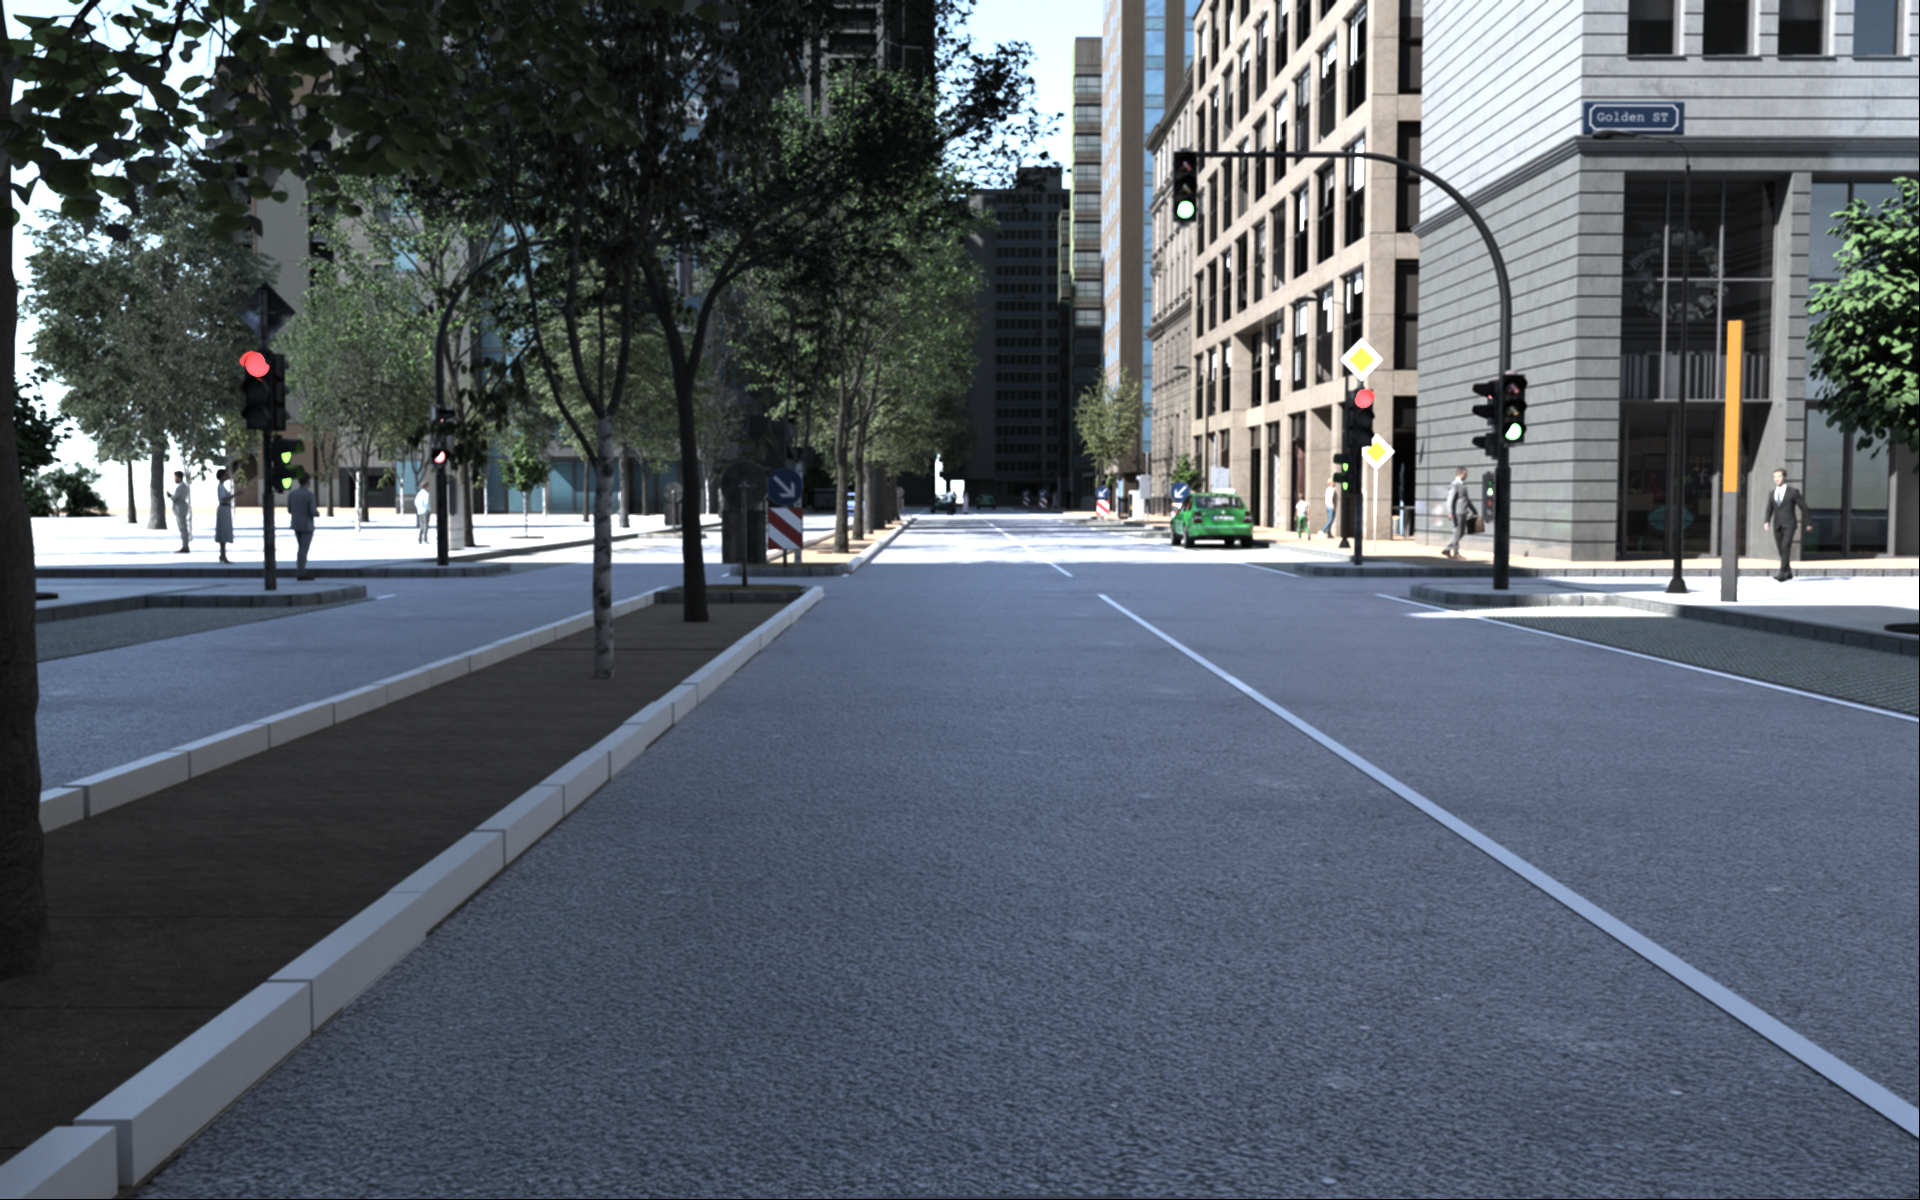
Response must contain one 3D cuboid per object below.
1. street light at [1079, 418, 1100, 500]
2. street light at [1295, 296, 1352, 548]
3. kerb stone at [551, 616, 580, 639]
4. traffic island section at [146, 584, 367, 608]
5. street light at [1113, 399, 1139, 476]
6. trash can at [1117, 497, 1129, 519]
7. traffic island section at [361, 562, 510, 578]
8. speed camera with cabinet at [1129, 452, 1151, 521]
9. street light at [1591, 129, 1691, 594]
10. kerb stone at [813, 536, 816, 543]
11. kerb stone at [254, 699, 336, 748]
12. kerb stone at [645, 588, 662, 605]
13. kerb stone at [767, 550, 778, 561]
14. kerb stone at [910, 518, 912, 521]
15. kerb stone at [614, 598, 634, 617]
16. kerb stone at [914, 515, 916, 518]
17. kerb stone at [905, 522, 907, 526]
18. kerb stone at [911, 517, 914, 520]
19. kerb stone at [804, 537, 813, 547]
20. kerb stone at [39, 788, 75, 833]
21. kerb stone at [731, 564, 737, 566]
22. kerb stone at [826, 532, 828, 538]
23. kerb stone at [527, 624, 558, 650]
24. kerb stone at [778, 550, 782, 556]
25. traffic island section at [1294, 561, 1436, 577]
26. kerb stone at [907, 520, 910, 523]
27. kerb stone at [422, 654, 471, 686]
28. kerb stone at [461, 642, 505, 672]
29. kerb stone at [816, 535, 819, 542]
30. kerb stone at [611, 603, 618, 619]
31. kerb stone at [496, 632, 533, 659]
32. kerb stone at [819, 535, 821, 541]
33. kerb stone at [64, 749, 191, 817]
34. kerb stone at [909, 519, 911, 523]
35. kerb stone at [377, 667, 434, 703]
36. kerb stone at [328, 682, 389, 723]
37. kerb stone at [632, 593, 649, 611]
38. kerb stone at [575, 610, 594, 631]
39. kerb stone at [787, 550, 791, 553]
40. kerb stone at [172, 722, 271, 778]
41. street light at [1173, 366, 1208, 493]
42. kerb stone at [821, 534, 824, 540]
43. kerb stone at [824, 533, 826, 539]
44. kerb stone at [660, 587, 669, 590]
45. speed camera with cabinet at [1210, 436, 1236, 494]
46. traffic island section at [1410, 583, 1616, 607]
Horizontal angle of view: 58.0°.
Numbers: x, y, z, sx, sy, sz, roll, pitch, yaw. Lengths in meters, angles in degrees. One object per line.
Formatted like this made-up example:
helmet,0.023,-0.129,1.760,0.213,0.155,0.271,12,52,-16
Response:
street light,8.005,-8.171,106.133,1.470,5.913,1.316,0,4,-1
street light,8.572,-4.179,40.863,1.470,5.913,1.316,0,4,-1
kerb stone,-3.999,0.299,17.362,0.120,0.150,1.000,0,4,-1
traffic island section,-9.246,-0.055,23.184,2.009,0.180,2.903,0,4,-1
street light,8.153,-6.855,84.613,1.470,5.913,1.316,0,4,-1
trash can,8.487,-4.772,89.680,0.748,1.137,0.748,0,3,0
traffic island section,-9.322,-0.544,31.169,2.009,0.180,2.903,0,4,-1
speed camera with cabinet,8.578,-5.405,82.700,0.660,3.252,2.038,-1,4,-9
street light,8.733,-3.038,22.216,1.470,5.913,1.316,0,4,-1
kerb stone,-4.305,-1.683,49.706,0.120,0.150,1.000,0,4,-1
kerb stone,-3.925,0.734,10.189,0.120,0.150,1.000,0,4,-1
kerb stone,-4.037,-0.018,22.482,0.120,0.150,1.000,0,4,-1
kerb stone,-4.197,-0.985,38.412,0.120,0.150,1.000,0,4,-1
kerb stone,-2.522,-3.753,83.556,0.120,0.150,1.000,0,4,-1
kerb stone,-4.027,0.108,20.433,0.120,0.150,1.000,0,4,-1
kerb stone,-2.629,-4.443,94.833,0.120,0.150,1.000,0,4,-1
kerb stone,-2.429,-3.123,73.315,0.120,0.150,1.000,0,4,-1
kerb stone,-2.574,-4.064,88.693,0.120,0.150,1.000,0,4,-1
kerb stone,-4.295,-1.620,48.679,0.120,0.150,1.000,0,4,-1
kerb stone,-3.899,0.929,7.095,0.120,0.150,1.000,0,4,-1
kerb stone,-4.137,-0.612,32.262,0.120,0.150,1.000,0,4,-1
kerb stone,-4.351,-1.996,54.828,0.120,0.150,1.000,0,4,-1
kerb stone,-3.992,0.361,16.340,0.120,0.150,1.000,0,4,-1
kerb stone,-4.212,-1.054,39.436,0.120,0.150,1.000,0,4,-1
traffic island section,7.219,-0.553,31.320,2.009,0.180,2.903,0,4,-1
kerb stone,-2.468,-3.440,78.438,0.120,0.150,1.000,0,4,-1
kerb stone,-3.960,0.550,13.263,0.120,0.150,1.000,0,4,-1
kerb stone,-3.965,0.487,14.296,0.120,0.150,1.000,0,4,-1
kerb stone,-4.315,-1.745,50.728,0.120,0.150,1.000,0,4,-1
kerb stone,-4.017,0.171,19.411,0.120,0.150,1.000,0,4,-1
kerb stone,-3.981,0.421,15.318,0.120,0.150,1.000,0,4,-1
kerb stone,-4.323,-1.808,51.750,0.120,0.150,1.000,0,4,-1
kerb stone,-3.901,0.860,8.132,0.120,0.150,1.000,0,4,-1
kerb stone,-2.515,-3.628,81.507,0.120,0.150,1.000,0,4,-1
kerb stone,-3.947,0.614,12.241,0.120,0.150,1.000,0,4,-1
kerb stone,-3.932,0.679,11.211,0.120,0.150,1.000,0,4,-1
kerb stone,-4.036,0.053,21.458,0.120,0.150,1.000,0,4,-1
kerb stone,-4.013,0.235,18.384,0.120,0.150,1.000,0,4,-1
kerb stone,-4.221,-1.181,41.498,0.120,0.150,1.000,0,4,-1
kerb stone,-3.914,0.797,9.161,0.120,0.150,1.000,0,4,-1
street light,8.418,-5.522,62.827,1.470,5.913,1.316,0,4,-1
kerb stone,-4.324,-1.870,52.778,0.120,0.150,1.000,0,4,-1
kerb stone,-4.339,-1.933,53.800,0.120,0.150,1.000,0,4,-1
kerb stone,-4.055,-0.081,23.516,0.120,0.150,1.000,0,4,-1
speed camera with cabinet,8.830,-3.896,58.041,0.660,3.252,2.038,0,4,1
traffic island section,7.294,-0.064,23.335,2.009,0.180,2.903,0,4,-1
